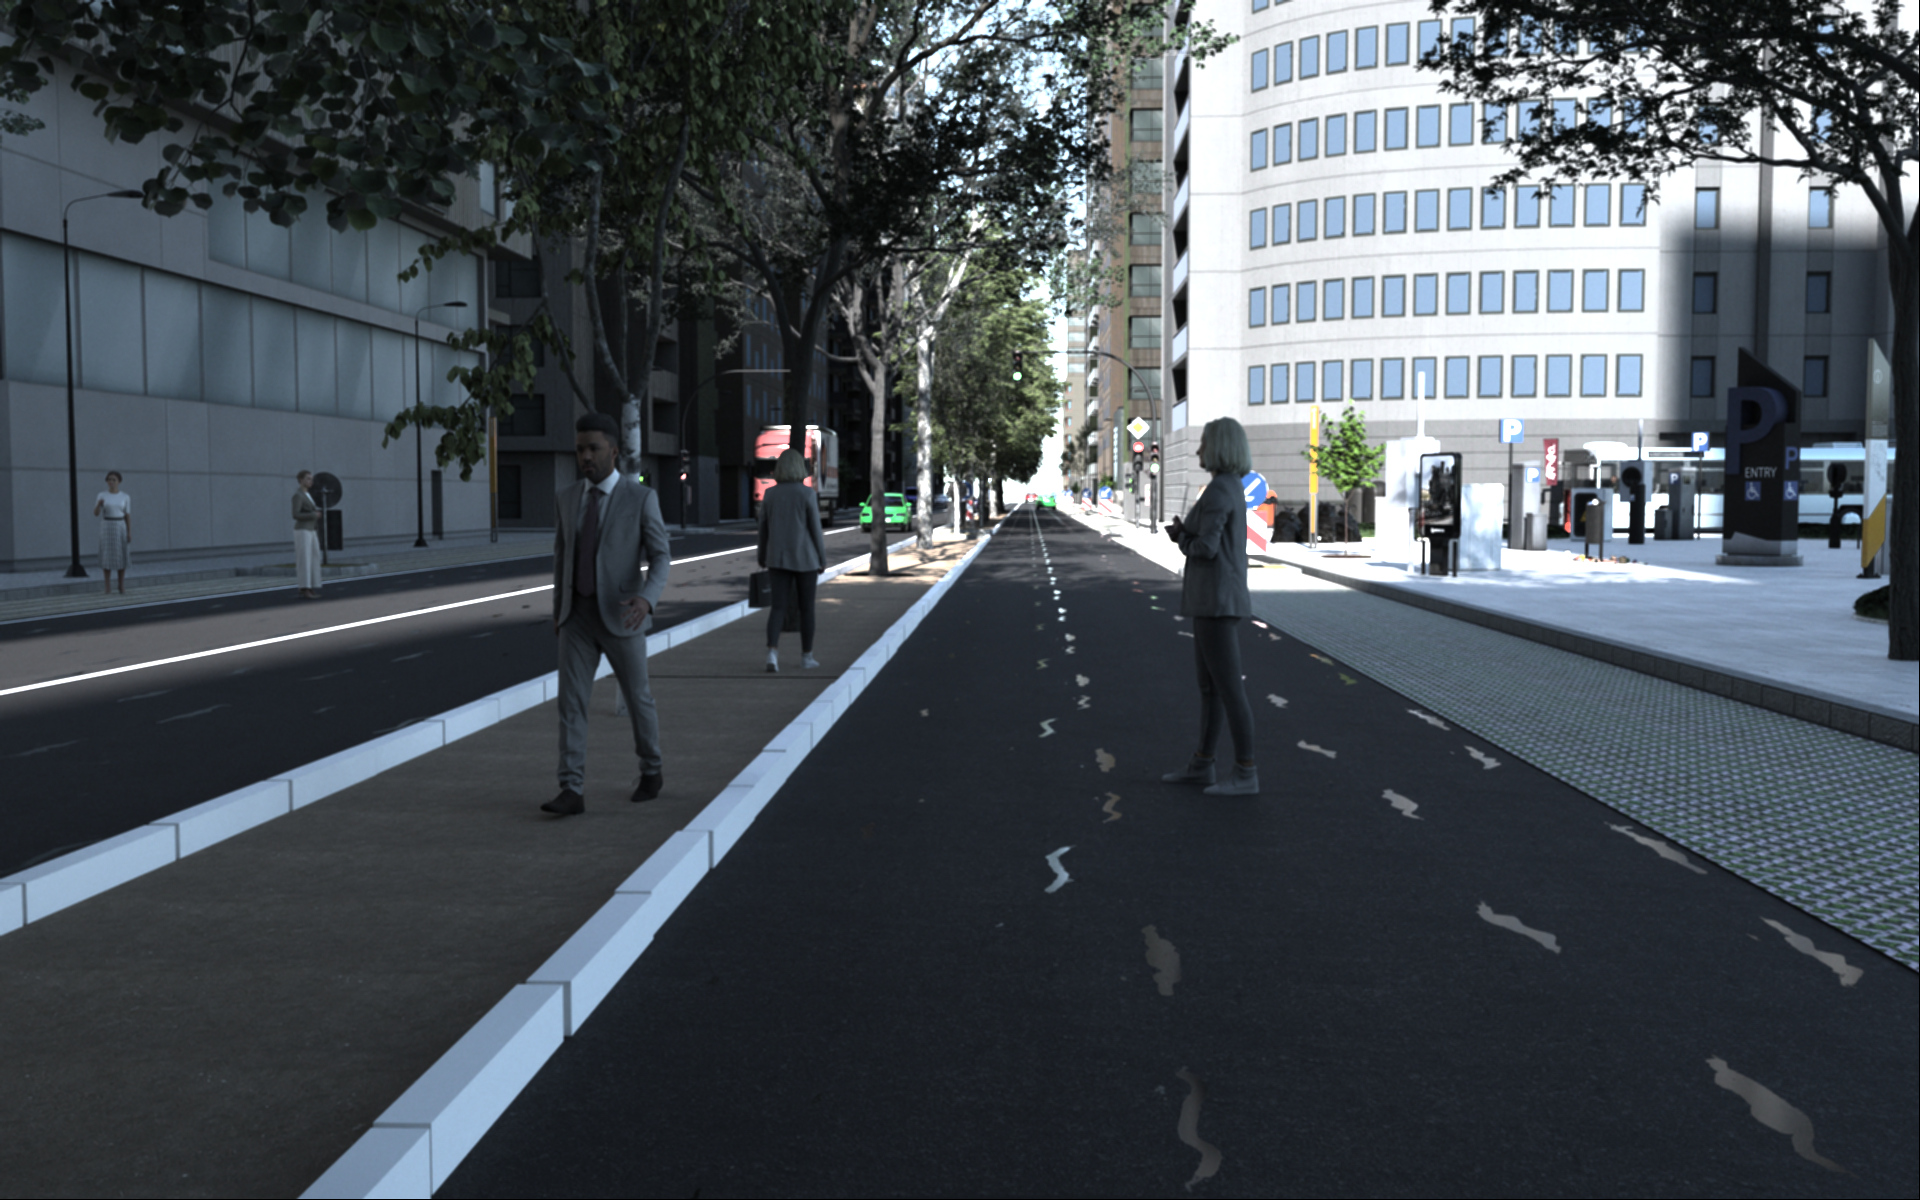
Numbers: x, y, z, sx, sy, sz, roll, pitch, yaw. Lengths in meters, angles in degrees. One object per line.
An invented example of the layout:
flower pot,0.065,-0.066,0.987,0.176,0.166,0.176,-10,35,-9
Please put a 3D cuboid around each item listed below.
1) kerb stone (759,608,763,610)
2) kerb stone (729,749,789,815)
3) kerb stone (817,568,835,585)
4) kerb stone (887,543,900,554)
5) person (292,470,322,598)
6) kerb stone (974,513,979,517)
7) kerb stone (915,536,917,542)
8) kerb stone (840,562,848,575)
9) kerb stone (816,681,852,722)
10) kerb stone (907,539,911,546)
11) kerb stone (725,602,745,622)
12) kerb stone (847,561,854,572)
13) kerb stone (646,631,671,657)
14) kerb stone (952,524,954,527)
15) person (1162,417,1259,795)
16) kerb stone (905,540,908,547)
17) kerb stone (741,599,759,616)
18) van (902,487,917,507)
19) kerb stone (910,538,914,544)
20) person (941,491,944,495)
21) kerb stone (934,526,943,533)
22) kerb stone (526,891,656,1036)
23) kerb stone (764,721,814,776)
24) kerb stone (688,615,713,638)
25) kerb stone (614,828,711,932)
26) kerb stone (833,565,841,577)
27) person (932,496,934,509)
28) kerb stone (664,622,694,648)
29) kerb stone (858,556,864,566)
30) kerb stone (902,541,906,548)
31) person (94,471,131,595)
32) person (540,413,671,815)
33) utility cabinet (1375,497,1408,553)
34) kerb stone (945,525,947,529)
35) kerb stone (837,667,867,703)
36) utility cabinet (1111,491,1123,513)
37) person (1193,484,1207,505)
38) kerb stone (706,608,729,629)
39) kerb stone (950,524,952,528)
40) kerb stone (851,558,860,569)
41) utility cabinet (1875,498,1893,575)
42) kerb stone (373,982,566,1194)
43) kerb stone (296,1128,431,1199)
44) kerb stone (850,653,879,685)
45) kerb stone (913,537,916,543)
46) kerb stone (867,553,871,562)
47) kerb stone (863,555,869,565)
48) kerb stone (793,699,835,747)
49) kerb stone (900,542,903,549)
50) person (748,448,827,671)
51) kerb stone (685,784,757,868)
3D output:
kerb stone,-2.512,0.040,21.606,0.120,0.150,1.000,0,4,2
kerb stone,-0.949,0.864,8.159,0.120,0.150,1.000,0,4,2
kerb stone,-2.231,-0.399,28.778,0.120,0.150,1.000,0,4,2
kerb stone,-1.658,-1.278,43.096,0.120,0.150,1.000,0,4,2
person,-8.935,-0.899,23.755,0.362,1.759,0.519,0,4,-1
kerb stone,1.172,-5.631,114.328,0.120,0.150,1.000,0,4,2
kerb stone,-1.373,-1.717,50.277,0.120,0.150,1.000,0,4,2
kerb stone,-2.147,-0.528,30.823,0.120,0.150,1.000,0,4,2
kerb stone,-0.828,0.671,11.236,0.120,0.150,1.000,0,4,2
kerb stone,-1.494,-1.528,47.203,0.120,0.150,1.000,0,4,2
kerb stone,-2.603,0.161,19.560,0.120,0.150,1.000,0,4,2
kerb stone,-2.104,-0.585,31.845,0.120,0.150,1.000,0,4,2
kerb stone,-2.768,0.415,15.459,0.120,0.150,1.000,0,4,2
kerb stone,-0.457,-3.128,73.343,0.120,0.150,1.000,0,4,2
person,1.179,0.022,8.328,0.526,1.800,0.537,1,4,23
kerb stone,-1.538,-1.462,46.175,0.120,0.150,1.000,0,4,2
kerb stone,-2.552,0.099,20.584,0.120,0.150,1.000,0,4,2
van,-3.872,-9.014,151.759,2.240,2.365,5.245,0,4,1
kerb stone,-1.452,-1.592,48.232,0.120,0.150,1.000,0,4,2
person,-2.531,-14.638,247.906,1.350,1.814,0.705,1,4,22
kerb stone,-0.817,-2.565,64.141,0.120,0.150,1.000,0,4,2
kerb stone,-1.067,1.050,5.075,0.120,0.150,1.000,0,4,2
kerb stone,-0.912,0.795,9.190,0.120,0.150,1.000,0,4,2
kerb stone,-2.677,0.287,17.507,0.120,0.150,1.000,0,4,2
kerb stone,-1.037,0.985,6.096,0.120,0.150,1.000,0,4,2
kerb stone,-2.197,-0.461,29.800,0.120,0.150,1.000,0,4,2
person,-2.655,-9.166,161.547,0.628,1.438,0.799,-3,5,-43
kerb stone,-2.718,0.349,16.486,0.120,0.150,1.000,0,4,2
kerb stone,-2.027,-0.715,33.888,0.120,0.150,1.000,0,4,2
kerb stone,-1.566,-1.404,45.146,0.120,0.150,1.000,0,4,2
person,-11.958,-0.942,24.473,0.480,1.755,0.524,-3,4,-37
person,-1.592,0.058,7.829,0.678,1.792,0.850,1,4,15
utility cabinet,9.523,-1.642,38.008,0.306,1.237,1.020,-1,4,-21
kerb stone,-0.701,-2.753,67.213,0.120,0.150,1.000,0,4,2
kerb stone,-0.784,0.616,12.258,0.120,0.150,1.000,0,4,2
utility cabinet,10.364,-6.452,114.166,0.318,1.500,1.173,3,4,38
person,6.351,-2.190,45.307,0.522,1.701,0.512,2,4,24
kerb stone,-2.640,0.224,18.530,0.120,0.150,1.000,0,4,2
kerb stone,-0.534,-3.003,71.300,0.120,0.150,1.000,0,4,2
kerb stone,-2.064,-0.653,32.866,0.120,0.150,1.000,0,4,2
utility cabinet,15.145,-1.001,27.521,1.020,1.237,0.306,0,4,8
kerb stone,-1.118,1.111,4.035,0.120,0.150,1.000,0,4,2
kerb stone,-1.154,1.175,3.014,0.120,0.150,1.000,0,4,2
kerb stone,-0.741,0.545,13.287,0.120,0.150,1.000,0,4,2
kerb stone,-1.413,-1.655,49.255,0.120,0.150,1.000,0,4,2
kerb stone,-1.951,-0.835,35.932,0.120,0.150,1.000,0,4,2
kerb stone,-1.984,-0.773,34.909,0.120,0.150,1.000,0,4,2
kerb stone,-0.869,0.734,10.212,0.120,0.150,1.000,0,4,2
kerb stone,-1.612,-1.341,44.125,0.120,0.150,1.000,0,4,2
person,-1.444,-0.328,14.047,0.709,1.800,0.728,1,4,18
kerb stone,-0.983,0.926,7.126,0.120,0.150,1.000,0,4,2
